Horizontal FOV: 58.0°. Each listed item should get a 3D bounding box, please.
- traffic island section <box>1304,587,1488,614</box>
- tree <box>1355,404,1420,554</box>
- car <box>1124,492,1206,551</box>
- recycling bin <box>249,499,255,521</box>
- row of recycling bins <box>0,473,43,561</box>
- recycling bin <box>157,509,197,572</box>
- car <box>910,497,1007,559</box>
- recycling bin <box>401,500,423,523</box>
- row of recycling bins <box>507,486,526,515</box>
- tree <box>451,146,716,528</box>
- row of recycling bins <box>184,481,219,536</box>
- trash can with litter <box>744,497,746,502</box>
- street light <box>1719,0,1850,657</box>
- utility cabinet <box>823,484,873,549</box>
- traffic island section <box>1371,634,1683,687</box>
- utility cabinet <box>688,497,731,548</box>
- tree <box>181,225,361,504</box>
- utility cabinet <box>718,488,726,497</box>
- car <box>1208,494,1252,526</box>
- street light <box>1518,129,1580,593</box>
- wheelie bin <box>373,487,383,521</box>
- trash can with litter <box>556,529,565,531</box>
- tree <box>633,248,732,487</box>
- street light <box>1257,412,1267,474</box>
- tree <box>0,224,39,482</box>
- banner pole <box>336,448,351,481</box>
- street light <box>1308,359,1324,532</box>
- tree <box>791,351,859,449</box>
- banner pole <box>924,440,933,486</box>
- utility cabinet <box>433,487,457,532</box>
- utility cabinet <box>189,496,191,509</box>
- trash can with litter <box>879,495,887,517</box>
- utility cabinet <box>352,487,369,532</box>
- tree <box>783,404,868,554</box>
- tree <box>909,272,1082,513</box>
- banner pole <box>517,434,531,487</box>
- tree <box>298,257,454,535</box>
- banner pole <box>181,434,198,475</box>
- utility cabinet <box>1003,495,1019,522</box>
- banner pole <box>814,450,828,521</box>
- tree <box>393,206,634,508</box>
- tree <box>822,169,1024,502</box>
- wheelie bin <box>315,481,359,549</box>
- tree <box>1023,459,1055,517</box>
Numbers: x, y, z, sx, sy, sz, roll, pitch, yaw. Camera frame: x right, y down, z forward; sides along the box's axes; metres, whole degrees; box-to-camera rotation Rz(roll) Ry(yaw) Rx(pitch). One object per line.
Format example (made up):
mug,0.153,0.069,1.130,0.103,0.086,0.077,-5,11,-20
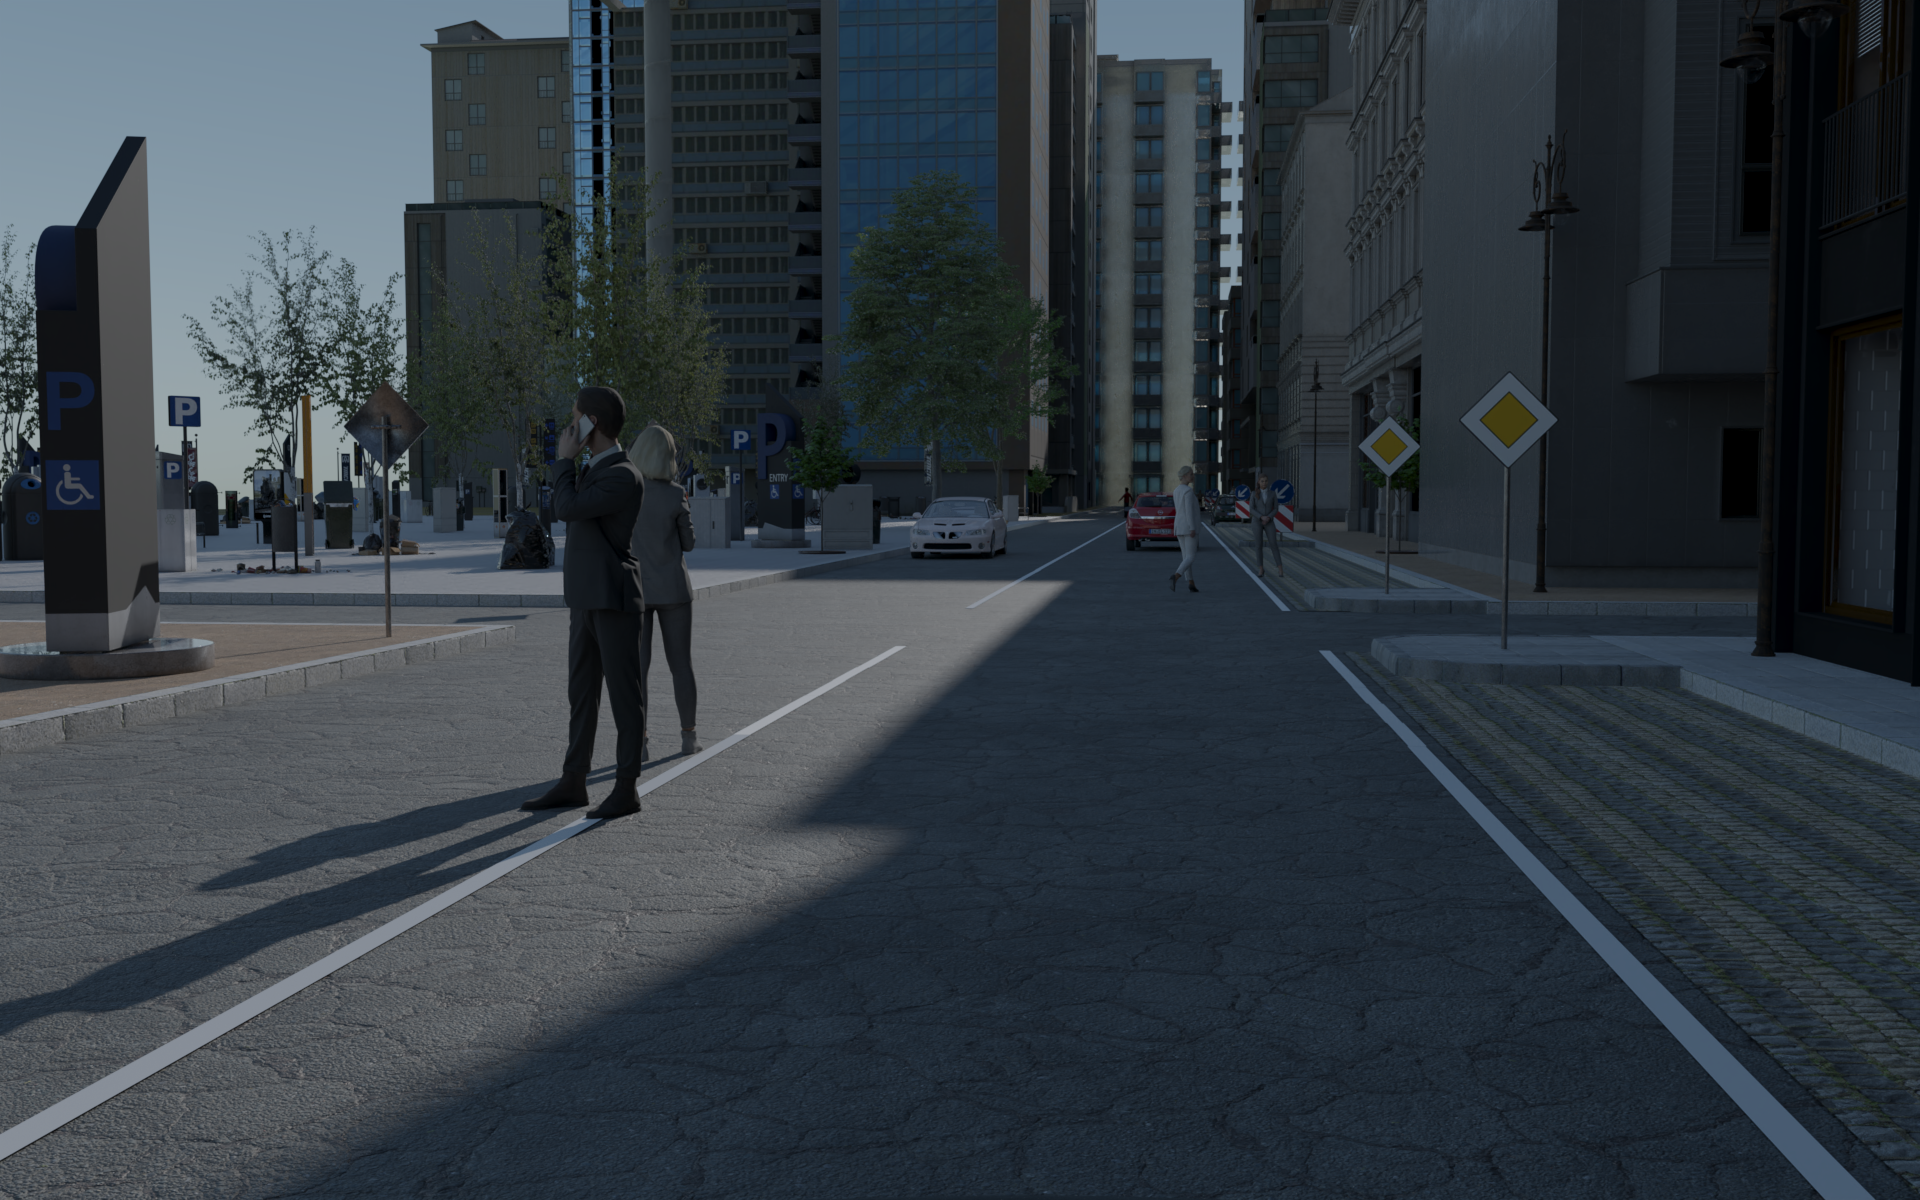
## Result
traffic island section,5.506,0.001,22.260,2.009,0.180,2.903,0,4,7
tree,9.527,-2.626,37.542,1.663,3.219,1.824,0,3,0
car,5.313,-2.207,45.127,2.155,1.783,4.494,1,4,9
recycling bin,-33.493,-4.302,82.886,0.722,1.027,0.722,1,4,18
row of recycling bins,-17.819,-1.638,33.899,1.069,1.692,3.534,3,5,45
recycling bin,-13.129,-0.988,28.700,0.722,1.027,0.722,0,4,-8
car,0.021,-1.693,40.036,2.083,1.381,4.827,0,4,7
recycling bin,-24.475,-3.961,77.318,0.722,1.027,0.722,-3,5,-39
row of recycling bins,-22.505,-4.877,86.859,1.069,1.692,3.534,-2,4,-23
tree,-7.624,-5.341,37.686,4.737,8.622,4.395,0,3,0
row of recycling bins,-24.593,-2.817,53.179,3.534,1.692,1.069,0,4,-5
trash can with litter,-11.347,-4.624,86.653,2.233,1.210,1.678,-3,5,-41
street light,6.367,-2.493,13.548,0.468,5.910,1.993,0,4,7
utility cabinet,-2.600,-1.902,39.782,1.173,1.500,0.318,0,4,-7
traffic island section,4.522,0.486,14.336,2.009,0.180,2.903,0,4,7
utility cabinet,-5.964,-1.829,41.061,1.020,1.237,0.306,1,4,17
tree,-18.354,-5.902,46.862,4.360,8.622,3.978,0,3,0
utility cabinet,-8.651,-3.407,64.388,0.318,1.500,1.173,1,4,15
car,12.243,-4.184,78.199,2.009,1.686,4.222,0,4,6
street light,7.583,-3.038,22.456,0.468,5.910,1.993,0,4,7
wheelie bin,-27.913,-4.544,82.200,0.693,1.594,0.980,0,4,7
trash can with litter,-13.269,-2.988,59.903,1.678,1.210,2.233,0,4,-5
tree,-8.564,-6.193,51.626,4.360,8.622,3.978,0,3,0
street light,16.688,-7.525,95.828,0.468,5.910,1.993,0,4,7
tree,-26.164,-5.988,48.260,4.360,8.622,3.978,0,3,0
banner pole,-33.308,-6.329,93.493,0.863,3.779,0.401,-2,4,-25
street light,12.148,-5.287,59.229,0.468,5.910,1.993,0,4,7
tree,-6.849,-8.398,87.673,4.360,8.622,3.978,0,3,0
banner pole,-1.110,-4.809,68.649,0.863,3.779,0.401,3,4,38
utility cabinet,-17.186,-3.000,57.731,0.318,1.500,1.173,0,4,7
utility cabinet,-25.788,-2.866,58.023,0.306,1.237,1.020,-1,4,-13
trash can with litter,-4.671,-5.280,97.388,2.233,1.210,1.678,0,4,0
utility cabinet,-20.337,-3.054,58.610,1.173,1.500,0.318,3,4,37
tree,-3.039,-2.616,37.366,1.663,3.219,1.824,0,3,0
tree,1.721,-9.571,82.246,9.928,11.665,9.643,0,3,0
banner pole,-18.294,-5.051,72.605,0.863,3.779,0.401,2,4,27
tree,-18.385,-6.320,53.689,4.737,8.622,4.395,0,3,0
banner pole,-31.761,-4.990,71.605,0.401,3.779,0.863,3,5,42
utility cabinet,2.371,-4.280,81.133,0.306,1.237,1.020,2,4,30
banner pole,-6.598,-5.694,83.109,0.863,3.779,0.401,-3,4,-36
tree,-11.374,-5.721,43.902,4.360,8.622,3.978,0,3,0
tree,-1.178,-8.753,61.246,7.486,12.596,7.792,0,3,0
wheelie bin,-14.643,-2.006,40.712,0.980,1.594,0.693,-2,4,-23
tree,4.255,-6.227,96.413,1.663,3.219,1.824,0,3,0
